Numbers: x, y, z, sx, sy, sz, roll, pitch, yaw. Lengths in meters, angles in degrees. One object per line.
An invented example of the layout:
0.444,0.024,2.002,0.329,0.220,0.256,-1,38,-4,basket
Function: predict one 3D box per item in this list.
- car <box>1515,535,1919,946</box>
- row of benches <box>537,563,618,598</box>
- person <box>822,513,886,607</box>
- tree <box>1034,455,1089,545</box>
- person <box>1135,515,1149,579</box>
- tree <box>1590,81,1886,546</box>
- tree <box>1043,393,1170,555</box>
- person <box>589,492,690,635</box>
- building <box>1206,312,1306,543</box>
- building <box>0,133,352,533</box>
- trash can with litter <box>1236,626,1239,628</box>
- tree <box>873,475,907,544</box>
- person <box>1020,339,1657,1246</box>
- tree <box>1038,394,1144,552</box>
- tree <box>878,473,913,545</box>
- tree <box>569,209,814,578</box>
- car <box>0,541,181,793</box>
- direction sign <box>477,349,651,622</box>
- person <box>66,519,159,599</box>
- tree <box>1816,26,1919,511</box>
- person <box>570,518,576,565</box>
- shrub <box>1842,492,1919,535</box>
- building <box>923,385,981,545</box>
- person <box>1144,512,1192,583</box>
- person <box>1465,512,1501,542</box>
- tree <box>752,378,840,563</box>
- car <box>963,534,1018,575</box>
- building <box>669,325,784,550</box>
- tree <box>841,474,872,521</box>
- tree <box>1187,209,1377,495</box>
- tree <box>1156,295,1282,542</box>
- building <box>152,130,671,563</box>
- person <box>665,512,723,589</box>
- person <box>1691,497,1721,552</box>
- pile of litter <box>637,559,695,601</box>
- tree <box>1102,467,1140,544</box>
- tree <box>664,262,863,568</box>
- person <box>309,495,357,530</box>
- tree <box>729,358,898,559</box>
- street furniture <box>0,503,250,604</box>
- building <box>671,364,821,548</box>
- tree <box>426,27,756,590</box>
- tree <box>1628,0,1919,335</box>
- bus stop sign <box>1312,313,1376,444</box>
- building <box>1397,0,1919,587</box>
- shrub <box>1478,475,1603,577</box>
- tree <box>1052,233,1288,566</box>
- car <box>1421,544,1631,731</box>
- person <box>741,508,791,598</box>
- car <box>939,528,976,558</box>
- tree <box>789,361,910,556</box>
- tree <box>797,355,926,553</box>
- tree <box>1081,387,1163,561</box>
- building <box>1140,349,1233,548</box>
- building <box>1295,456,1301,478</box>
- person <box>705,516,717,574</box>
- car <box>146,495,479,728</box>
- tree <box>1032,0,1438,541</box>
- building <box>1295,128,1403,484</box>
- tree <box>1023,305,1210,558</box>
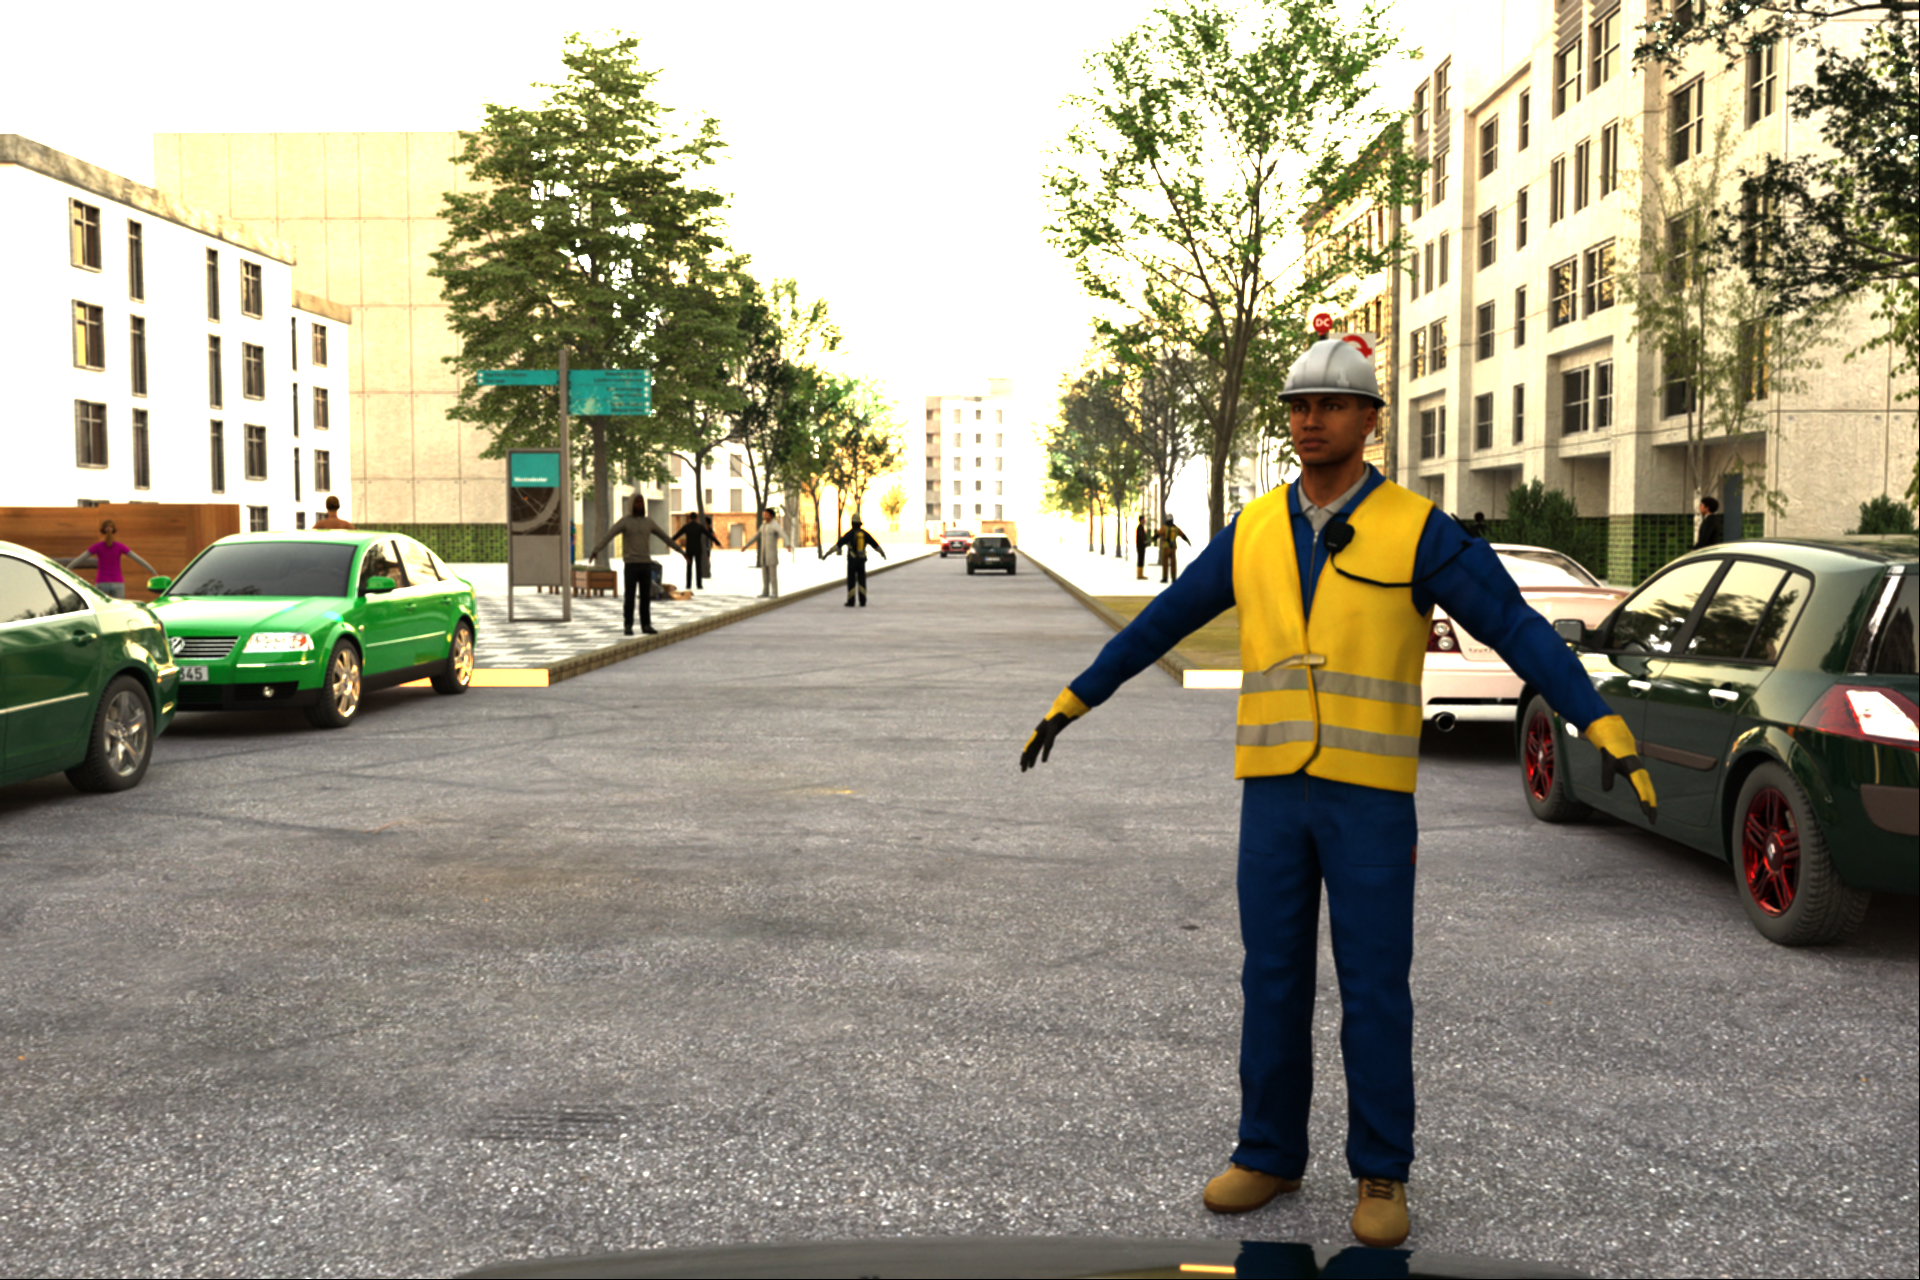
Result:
3.705,0.146,7.402,2.009,1.686,4.222,0,4,1,car
-8.108,-1.283,36.438,1.422,0.672,4.104,-2,4,-27,row of benches
-2.061,-1.596,34.330,1.354,1.856,0.705,-2,4,-25,person
12.611,-17.887,210.576,7.486,12.596,7.792,0,3,0,tree
5.171,-2.630,49.132,0.704,1.812,1.346,0,4,-1,person
12.301,-4.814,29.069,4.360,8.622,3.978,0,3,0,tree
8.785,-10.437,105.053,8.767,10.594,7.601,1,4,17,tree
-4.118,-0.981,22.165,1.348,1.813,0.705,-2,4,-31,person
26.355,-17.850,148.275,16.016,20.090,11.380,0,4,1,building
-23.805,-6.632,50.573,9.099,9.664,28.070,0,4,2,building
4.599,-0.712,22.695,1.678,1.210,2.233,0,4,0,trash can with litter
-8.144,-16.088,213.402,4.360,8.622,3.978,0,3,0,tree
0.758,0.294,3.625,1.349,1.833,0.705,2,4,32,person
9.284,-12.451,121.706,7.486,12.596,7.792,0,3,0,tree
-7.687,-15.727,207.501,4.737,8.622,4.395,0,3,0,tree
-7.734,-7.075,50.094,7.601,10.594,8.767,0,4,-1,tree
-5.587,0.212,8.335,2.131,1.459,4.920,0,4,1,car
-5.722,-2.261,25.733,2.525,3.948,1.411,0,4,2,direction sign
-8.832,-0.533,17.984,0.991,1.433,0.599,-2,4,-30,person
13.524,-4.462,23.324,4.737,8.622,4.395,0,3,0,tree
-12.637,-3.051,56.009,0.704,1.817,1.347,-2,4,-32,person
17.440,-1.753,32.704,1.661,2.075,1.752,0,3,0,shrub
-4.181,-21.672,213.221,11.380,20.090,16.016,0,4,7,building
5.524,-2.446,45.756,1.354,1.858,0.705,-1,4,-14,person
10.863,-1.812,36.346,1.216,1.740,0.721,0,4,8,person
-7.335,-7.687,76.038,4.737,8.622,4.395,0,3,0,tree
1.108,-3.202,62.147,2.009,1.686,4.222,0,4,0,car
-21.345,-17.641,144.848,16.016,20.090,11.380,0,4,2,building
-12.223,-15.731,207.558,4.360,8.622,3.978,0,3,0,tree
7.400,-5.486,40.055,4.737,8.622,4.395,0,3,0,tree
7.708,-6.343,54.071,4.360,8.622,3.978,0,3,0,tree
-26.747,-13.799,92.071,16.747,18.905,31.486,0,4,1,building
-6.230,-2.099,40.546,1.346,1.802,0.704,0,4,-4,person
10.668,-1.137,24.784,0.705,1.806,1.347,2,4,34,person
-5.806,-1.227,34.033,1.176,0.858,1.719,0,4,0,pile of litter
21.145,-18.062,213.447,7.486,12.596,7.792,0,3,0,tree
-7.541,-8.560,65.704,9.928,11.665,9.643,0,3,0,tree
-7.365,-0.827,20.329,1.217,1.733,0.721,-2,4,-30,person
-7.280,-9.450,88.926,8.767,10.594,7.601,-2,4,-24,tree
-12.776,-1.313,28.325,9.812,1.723,11.010,-1,4,-21,street furniture
-24.050,-20.816,171.277,19.493,23.208,18.063,0,4,1,building
-8.271,-7.399,39.107,7.486,12.596,7.792,0,3,0,tree
9.922,-4.904,14.596,8.767,10.594,7.601,-1,4,-14,tree
4.587,-1.974,20.975,0.855,3.939,0.416,0,4,1,bus stop sign
24.748,-11.201,49.589,16.747,18.905,31.486,0,4,1,building
7.285,-1.071,21.929,1.690,2.028,1.600,0,3,0,shrub
8.332,-9.767,70.059,12.009,13.543,11.850,0,3,0,tree
3.559,-0.029,12.837,2.083,1.381,4.827,0,4,0,car
-3.879,-1.765,35.045,1.347,1.806,0.705,3,4,38,person
-0.141,-5.998,106.748,2.281,1.827,5.304,0,4,1,car
-7.009,-10.826,102.757,9.928,11.665,9.643,0,3,0,tree
-6.943,-12.690,117.844,12.009,13.543,11.850,0,3,0,tree
7.889,-8.005,81.242,4.360,8.622,3.978,0,3,0,tree
27.720,-18.796,173.764,16.747,18.905,31.486,0,4,2,building
25.949,-9.562,98.493,9.099,9.664,28.070,0,4,1,building
-7.922,-2.919,53.869,0.704,1.843,1.345,-3,5,-45,person
-5.371,-0.331,14.201,1.959,1.807,4.718,0,4,2,car
4.909,-6.486,31.806,9.928,11.665,9.643,0,3,0,tree
25.714,-14.906,74.634,19.493,23.208,18.063,0,4,1,building
8.559,-11.178,93.138,12.009,13.543,11.850,0,3,0,tree
